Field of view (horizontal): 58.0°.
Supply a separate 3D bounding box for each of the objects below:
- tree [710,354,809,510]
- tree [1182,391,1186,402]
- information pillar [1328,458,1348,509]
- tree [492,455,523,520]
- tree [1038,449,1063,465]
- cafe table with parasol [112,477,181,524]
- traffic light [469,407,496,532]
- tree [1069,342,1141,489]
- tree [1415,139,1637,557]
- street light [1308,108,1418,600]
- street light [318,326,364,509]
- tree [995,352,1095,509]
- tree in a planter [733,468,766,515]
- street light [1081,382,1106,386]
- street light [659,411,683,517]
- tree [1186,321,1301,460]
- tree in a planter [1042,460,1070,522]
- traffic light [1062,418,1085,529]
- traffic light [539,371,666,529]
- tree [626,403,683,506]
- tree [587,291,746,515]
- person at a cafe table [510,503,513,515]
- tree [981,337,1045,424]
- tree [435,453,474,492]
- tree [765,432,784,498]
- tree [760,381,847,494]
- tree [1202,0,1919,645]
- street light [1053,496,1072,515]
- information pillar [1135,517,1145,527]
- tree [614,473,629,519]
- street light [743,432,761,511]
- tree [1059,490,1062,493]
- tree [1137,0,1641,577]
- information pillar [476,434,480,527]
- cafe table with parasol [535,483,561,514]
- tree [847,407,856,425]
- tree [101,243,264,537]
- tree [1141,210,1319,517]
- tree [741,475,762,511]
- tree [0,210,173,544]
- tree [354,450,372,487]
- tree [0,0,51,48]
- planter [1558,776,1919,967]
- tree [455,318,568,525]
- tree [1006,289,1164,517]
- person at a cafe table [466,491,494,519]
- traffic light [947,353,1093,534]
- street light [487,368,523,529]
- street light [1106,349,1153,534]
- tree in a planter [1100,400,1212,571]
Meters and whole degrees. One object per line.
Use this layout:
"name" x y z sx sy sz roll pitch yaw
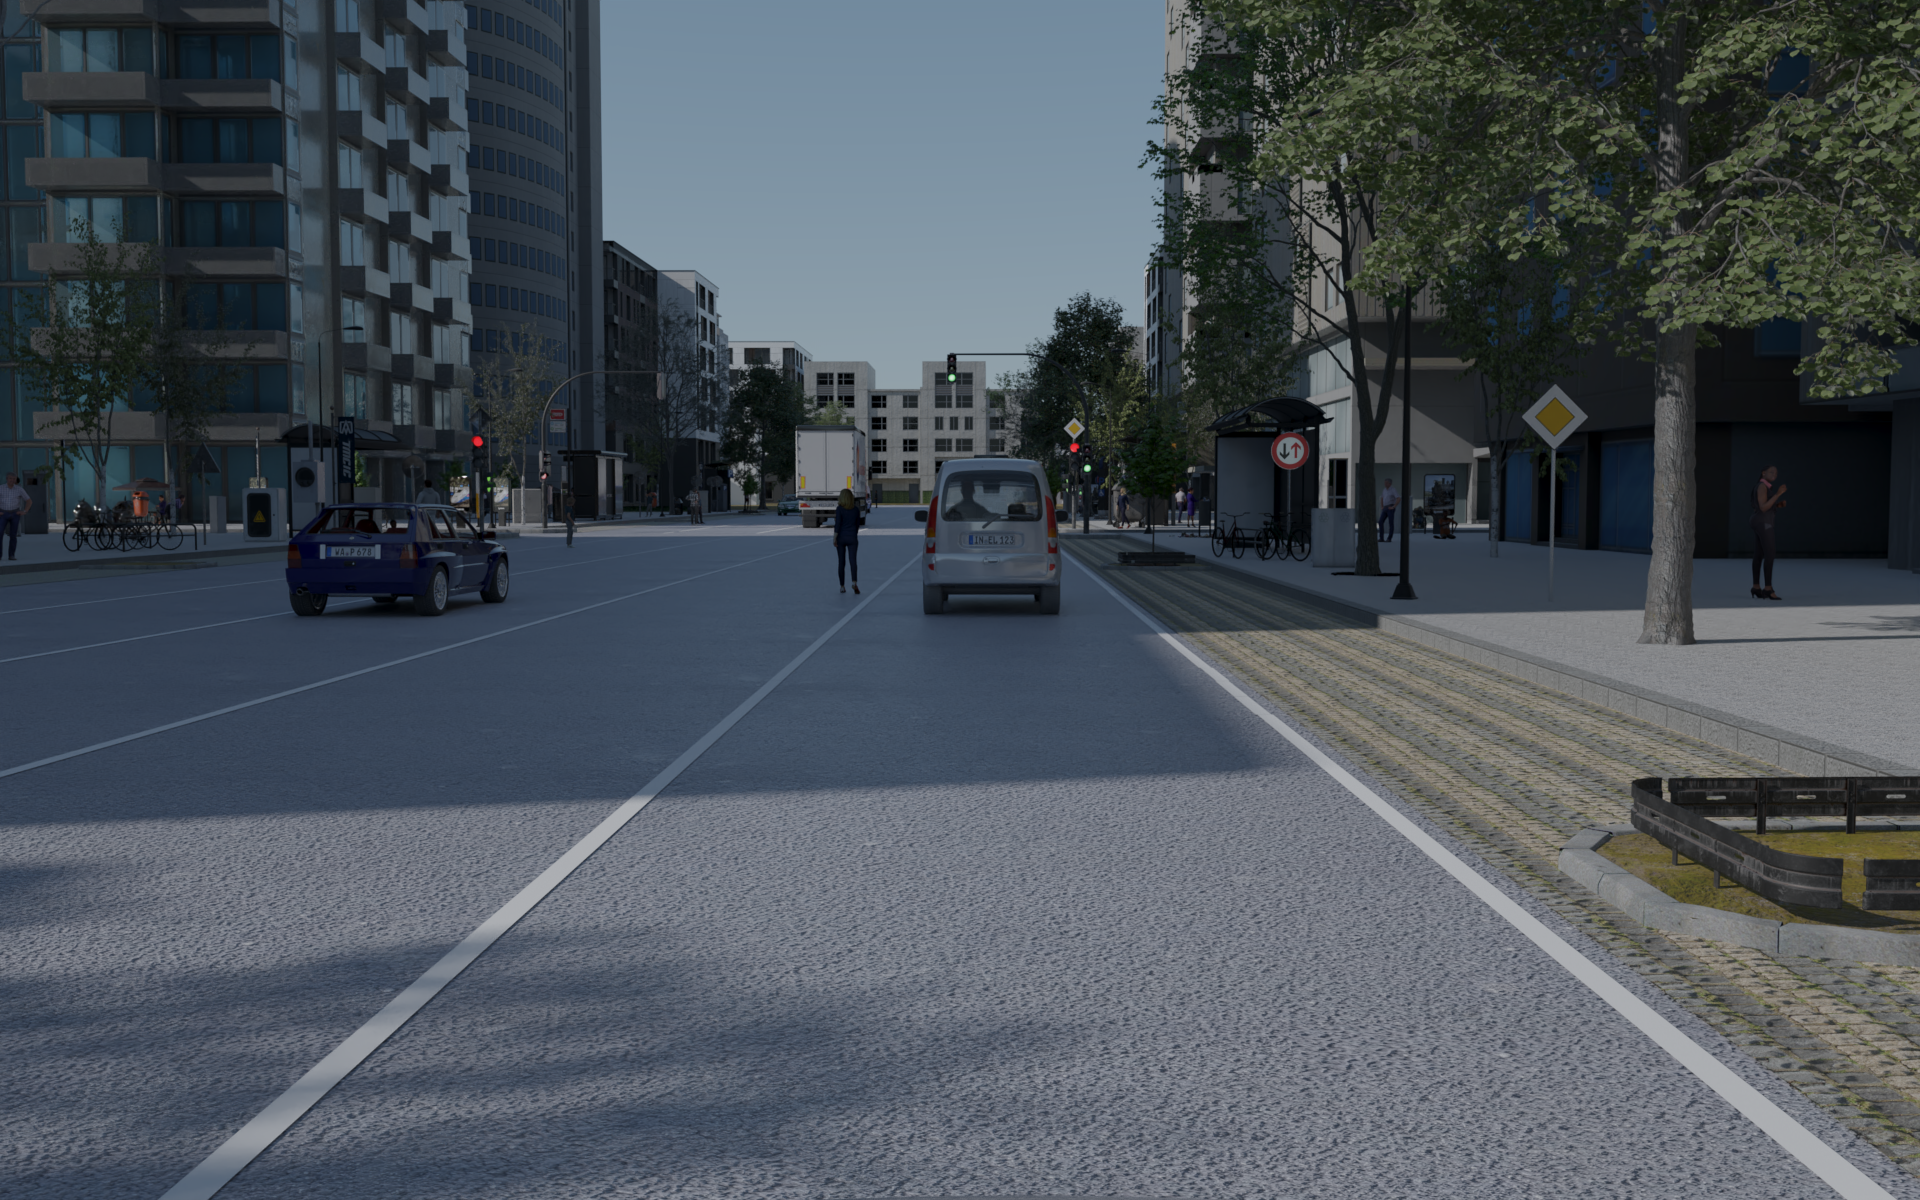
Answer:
"tree" -16.123 -13.774 142.206 9.611 12.733 9.660 0 3 0
"tree" 12.370 -7.994 81.058 4.360 8.622 3.978 0 3 0
"information pillar" 7.739 -1.895 35.476 0.304 2.012 0.304 -1 4 -11
"tree" -22.493 -5.604 86.228 1.663 3.219 1.824 0 3 0
"tree" 9.333 -14.443 186.503 4.360 8.622 3.978 0 3 0
"cafe table with parasol" -33.068 -4.012 70.466 2.610 1.966 2.610 0 4 4
"traffic light" -15.522 -4.114 56.187 0.839 4.253 0.868 0 4 1
"tree" 7.496 -8.146 83.542 4.737 8.622 4.395 0 3 0
"tree" 10.916 -5.157 34.673 4.737 8.622 4.395 0 3 0
"street light" 4.889 -2.965 21.018 1.470 5.913 1.316 0 4 1
"street light" -17.165 -4.615 47.991 1.470 5.913 1.316 0 4 1
"tree" 7.658 -14.535 148.015 12.009 13.543 11.850 0 3 0
"tree in a planter" -14.208 -7.332 117.100 1.991 3.239 1.994 0 4 1
"street light" 5.693 -6.069 71.777 1.470 5.913 1.316 0 4 1
"street light" -16.252 -7.643 97.497 1.470 5.913 1.316 0 4 1
"tree" 11.881 -7.380 71.029 4.360 8.622 3.978 0 3 0
"tree in a planter" 4.653 -5.618 89.083 1.991 3.239 1.994 0 4 1
"traffic light" 4.191 -4.583 63.858 0.839 4.253 0.868 0 4 1
"traffic light" -13.295 -5.474 64.171 4.771 5.953 1.251 0 4 1
"tree" -22.934 -10.977 129.828 4.737 8.622 4.395 0 3 0
"tree" -17.644 -11.914 105.168 12.009 13.543 11.850 0 3 0
"person at a cafe table" -27.294 -5.957 108.261 1.726 1.238 1.698 -2 4 -28
"tree" 8.708 -21.774 211.899 12.611 20.169 13.585 0 3 0
"tree" -23.636 -5.291 81.103 1.663 3.219 1.824 0 3 0
"tree" -16.120 -12.705 158.087 4.737 8.622 4.395 0 3 0
"tree" -16.975 -15.662 174.199 7.486 12.596 7.792 0 3 0
"tree" 6.022 -5.923 14.969 7.486 12.596 7.792 0 3 0
"street light" 6.362 -8.096 104.916 1.470 5.913 1.316 0 4 1
"information pillar" 6.966 -3.823 66.993 0.304 2.012 0.304 3 5 43
"tree" -18.230 -5.843 90.141 1.663 3.219 1.824 0 3 0
"street light" -15.685 -9.670 130.637 1.470 5.913 1.316 0 4 1
"tree" 8.714 -10.002 158.135 1.663 3.219 1.824 0 3 0
"tree" 6.533 -6.195 27.044 9.928 11.665 9.643 0 3 0
"information pillar" -18.634 -4.621 66.909 0.183 3.616 0.504 -1 4 -11
"cafe table with parasol" -26.474 -6.486 110.916 2.610 1.966 2.610 3 5 39
"tree" -15.443 -17.829 209.630 7.486 12.596 7.792 0 3 0
"tree" -23.311 -6.195 51.650 4.360 8.622 3.978 0 3 0
"tree" 7.042 -5.783 44.910 4.737 8.622 4.395 0 3 0
"tree" -16.198 -8.587 135.000 1.663 3.219 1.824 0 3 0
"tree" -22.387 -5.771 44.721 4.737 8.622 4.395 0 3 0
"tree" -24.335 -4.616 70.071 1.663 3.219 1.824 0 3 0
"tree" -17.681 -10.720 31.154 12.611 20.169 13.585 0 3 0
"planter" 3.255 0.916 6.163 1.991 0.319 1.994 0 4 1
"tree" -18.362 -7.421 71.699 4.360 8.622 3.978 0 3 0
"tree" 7.301 -11.019 97.171 9.611 12.733 9.660 0 3 0
"person at a cafe table" -25.156 -5.011 90.441 1.622 1.524 1.698 0 4 5
"traffic light" 1.963 -4.960 55.768 4.771 5.953 1.251 0 4 1
"street light" -16.853 -5.604 64.165 1.470 5.913 1.316 0 4 1
"street light" 5.529 -5.076 55.528 1.470 5.913 1.316 0 4 1
"tree in a planter" 3.702 -2.189 33.014 1.991 3.239 1.994 0 4 1
